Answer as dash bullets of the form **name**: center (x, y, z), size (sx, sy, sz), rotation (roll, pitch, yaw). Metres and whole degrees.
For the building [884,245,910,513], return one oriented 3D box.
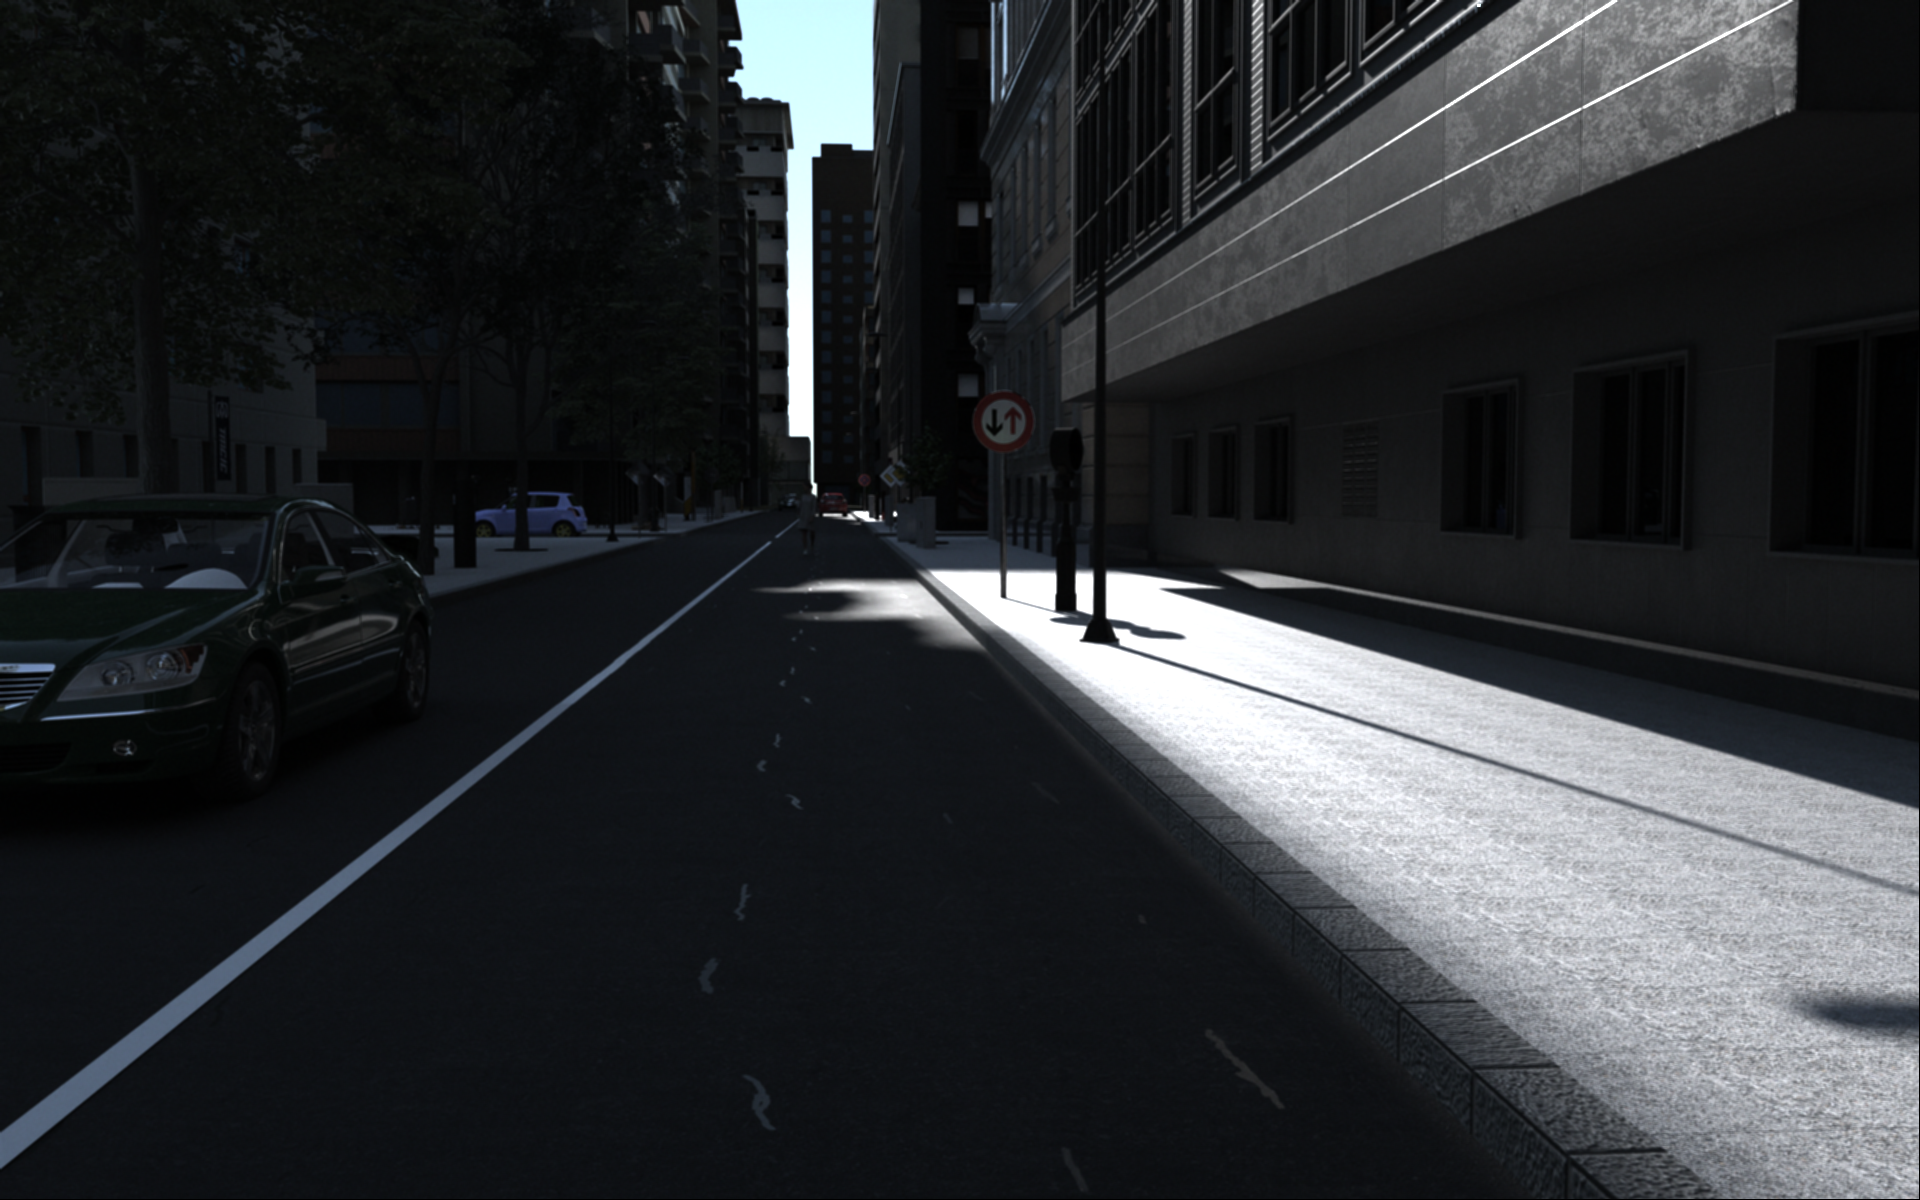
- **building**: center (-0.305, -16.867, 124.926), size (9.793, 20.994, 18.267), rotation (0, 4, -4)

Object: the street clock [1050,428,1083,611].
- **street clock**: center (1.166, -0.883, 19.014), size (0.358, 2.002, 0.471), rotation (2, 4, 24)

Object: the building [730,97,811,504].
- **building**: center (-33.808, -39.188, 229.959), size (27.495, 52.752, 28.713), rotation (0, 4, -4)

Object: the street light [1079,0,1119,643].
- **street light**: center (0.677, -2.591, 14.900), size (1.470, 5.913, 1.316), rotation (0, 4, -4)

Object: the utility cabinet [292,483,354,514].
- **utility cabinet**: center (-13.222, -1.668, 35.957), size (1.173, 1.500, 0.318), rotation (0, 4, 3)

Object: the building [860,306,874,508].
- **building**: center (4.019, -20.141, 174.336), size (27.650, 21.520, 28.899), rotation (0, 4, -4)

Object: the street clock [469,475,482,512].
- **street clock**: center (-18.440, -3.756, 65.979), size (0.471, 2.002, 0.358), rotation (3, 4, 36)

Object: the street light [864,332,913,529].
- **street light**: center (-1.948, -4.733, 49.931), size (1.470, 5.913, 1.316), rotation (0, 4, -4)

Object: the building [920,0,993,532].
- **building**: center (6.737, -14.403, 65.169), size (15.834, 23.373, 12.332), rotation (0, 4, -4)

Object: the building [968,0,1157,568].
- **building**: center (7.728, -15.506, 39.429), size (13.634, 28.700, 20.117), rotation (0, 4, -4)

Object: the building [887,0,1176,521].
- **building**: center (3.206, -18.945, 103.250), size (14.314, 27.812, 24.014), rotation (0, 4, -4)

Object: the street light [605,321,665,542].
- **street light**: center (-8.835, -4.528, 46.572), size (1.470, 5.913, 1.316), rotation (0, 4, -4)

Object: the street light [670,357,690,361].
- **street light**: center (-9.850, -5.274, 58.778), size (1.470, 5.913, 1.316), rotation (0, 4, -4)

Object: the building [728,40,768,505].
- **building**: center (-37.687, -53.855, 193.205), size (31.000, 86.520, 22.319), rotation (0, 4, -4)

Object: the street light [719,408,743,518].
- **street light**: center (-12.419, -7.408, 93.668), size (1.470, 5.913, 1.316), rotation (0, 4, -4)

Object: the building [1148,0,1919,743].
- **building**: center (9.581, -13.700, 17.509), size (14.314, 27.812, 24.014), rotation (0, 4, -4)

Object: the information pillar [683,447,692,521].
- **information pillar**: center (-13.043, -5.617, 83.200), size (0.504, 3.616, 0.183), rotation (-2, 4, -25)

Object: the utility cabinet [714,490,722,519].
- **utility cabinet**: center (-12.338, -4.863, 88.185), size (0.318, 1.500, 1.173), rotation (0, 4, -3)

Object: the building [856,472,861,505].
- **building**: center (-1.539, -46.447, 197.665), size (20.563, 71.187, 20.611), rotation (0, 4, -4)

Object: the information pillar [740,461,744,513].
- **information pillar**: center (-15.149, -7.887, 120.302), size (0.183, 3.616, 0.504), rotation (0, 4, -3)

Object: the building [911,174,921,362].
- **building**: center (3.431, -13.287, 81.862), size (10.561, 19.102, 19.286), rotation (0, 4, -4)

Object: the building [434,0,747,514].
- **building**: center (-29.611, -30.053, 145.985), size (22.147, 44.769, 28.867), rotation (0, 4, -4)

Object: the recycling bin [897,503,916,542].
- **recycling bin**: center (-1.338, -2.099, 46.876), size (0.722, 1.027, 0.722), rotation (0, 4, -5)

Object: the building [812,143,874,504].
- **building**: center (-11.920, -35.141, 224.670), size (14.200, 45.320, 14.600), rotation (0, 4, -4)

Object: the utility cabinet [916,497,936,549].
- **utility cabinet**: center (-0.816, -1.826, 41.019), size (0.306, 1.237, 1.020), rotation (-1, 4, -12)

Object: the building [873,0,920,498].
- **building**: center (3.516, -32.080, 148.202), size (21.300, 48.544, 21.600), rotation (0, 4, -4)

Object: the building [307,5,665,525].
- **building**: center (-24.842, -26.178, 82.638), size (22.147, 44.769, 28.867), rotation (0, 4, -4)

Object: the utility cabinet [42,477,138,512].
- **utility cabinet**: center (-11.734, -0.904, 23.455), size (1.173, 1.500, 0.318), rotation (-2, 4, -30)

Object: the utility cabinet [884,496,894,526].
- **utility cabinet**: center (-2.847, -3.563, 69.422), size (0.306, 1.237, 1.020), rotation (0, 4, -7)

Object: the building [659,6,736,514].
- **building**: center (-31.832, -25.984, 116.719), size (32.217, 40.220, 23.993), rotation (0, 4, -4)

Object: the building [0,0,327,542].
- **building**: center (-31.358, -11.546, 33.816), size (28.899, 21.520, 27.650), rotation (0, 4, -4)

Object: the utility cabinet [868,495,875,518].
- **utility cabinet**: center (-4.745, -5.026, 93.344), size (0.306, 1.237, 1.020), rotation (0, 4, 3)

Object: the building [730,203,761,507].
- **building**: center (-26.833, -24.247, 168.134), size (14.160, 30.474, 14.107), rotation (0, 4, -4)

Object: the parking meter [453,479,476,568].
- **parking meter**: center (-8.636, -1.332, 30.192), size (0.372, 1.533, 0.369), rotation (0, 3, 0)

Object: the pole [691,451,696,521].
- **pole**: center (-12.763, -5.448, 82.923), size (0.158, 3.312, 0.155), rotation (0, 3, 0)
